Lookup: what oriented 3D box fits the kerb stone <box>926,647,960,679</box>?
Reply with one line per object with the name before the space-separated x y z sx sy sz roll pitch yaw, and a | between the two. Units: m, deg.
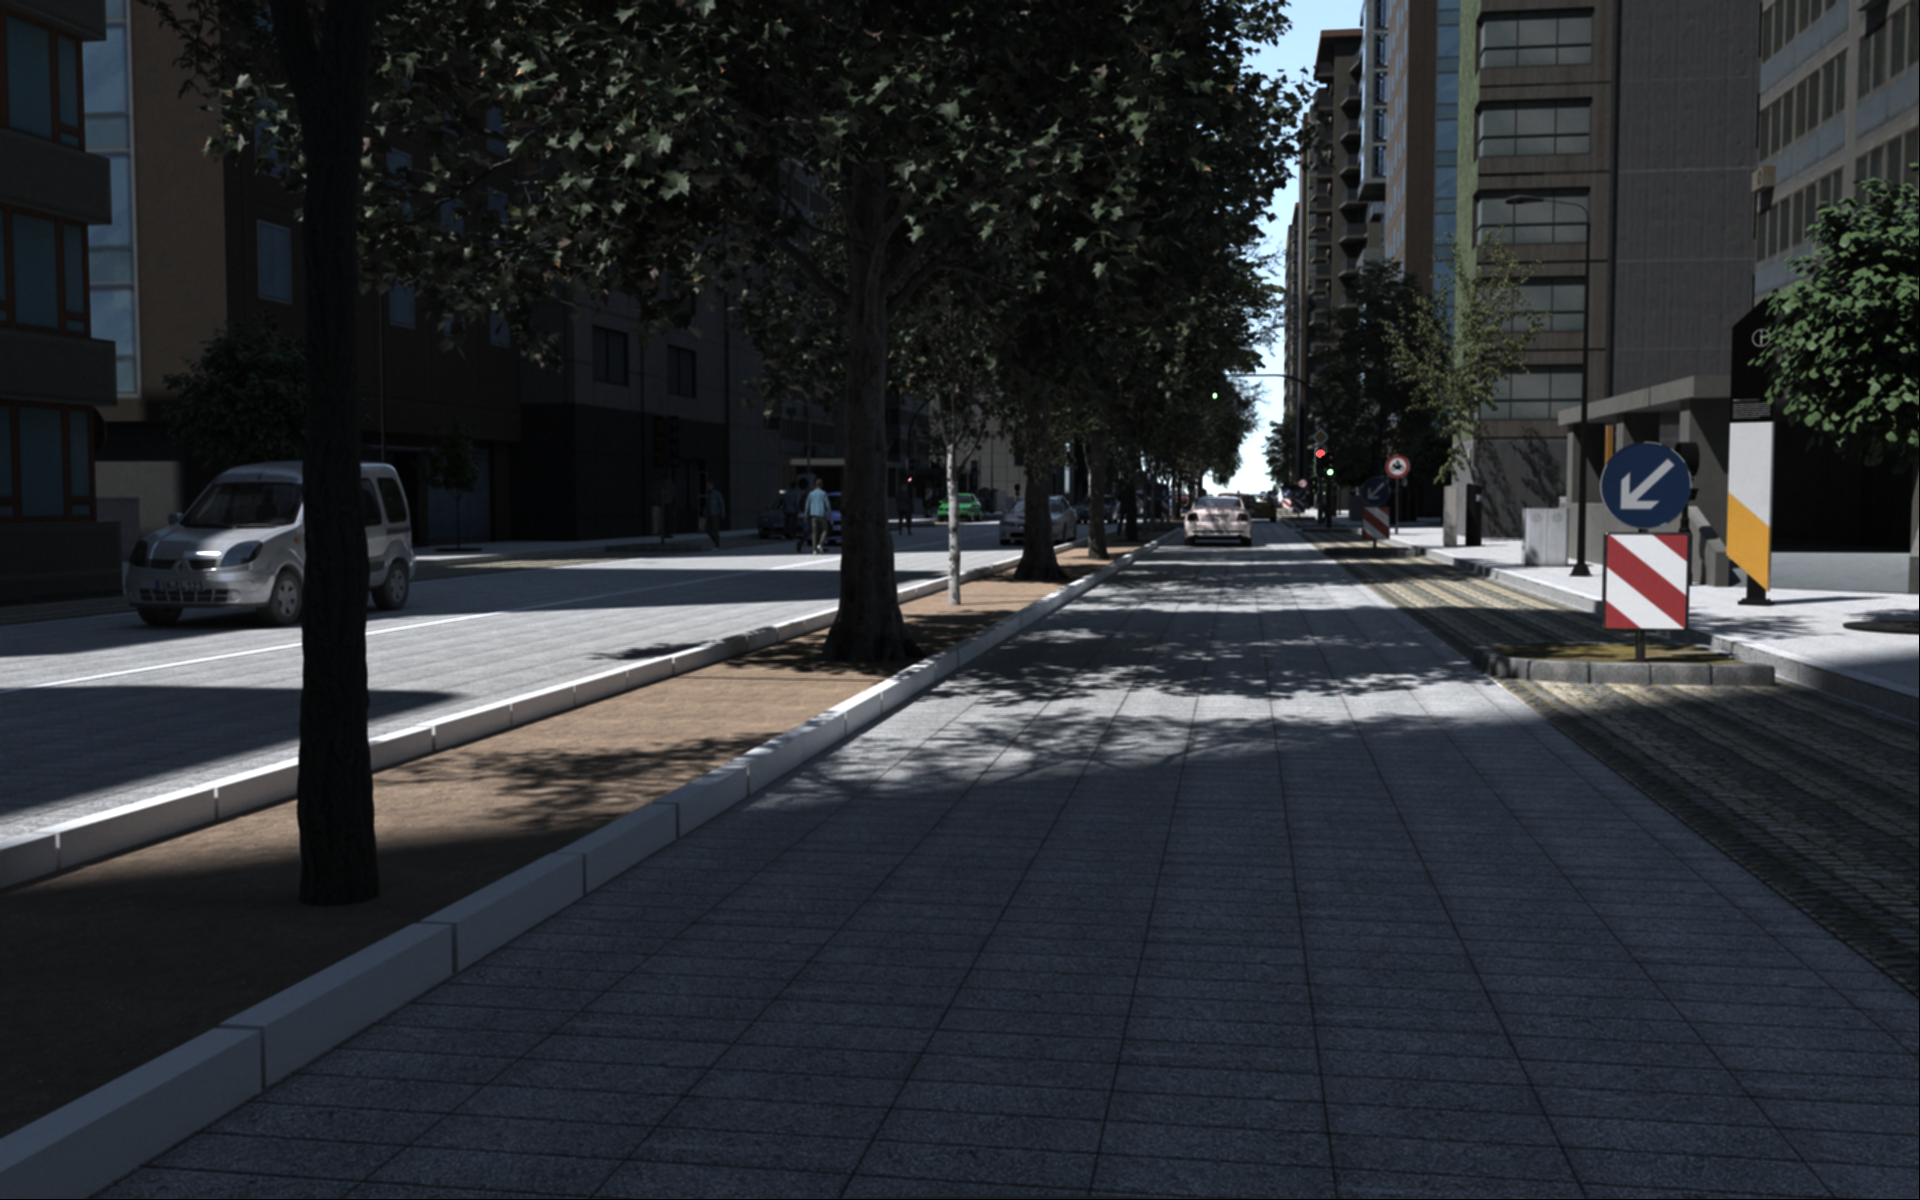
kerb stone | -0.160 0.514 13.787 0.120 0.150 1.000 1 4 9

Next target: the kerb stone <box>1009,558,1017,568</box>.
kerb stone | 0.918 -0.678 33.354 0.120 0.150 1.000 1 4 9

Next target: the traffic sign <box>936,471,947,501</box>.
traffic sign | -0.949 -5.779 94.597 0.768 2.556 0.104 1 4 17

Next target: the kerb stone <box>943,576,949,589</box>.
kerb stone | -0.251 -0.250 26.282 0.120 0.150 1.000 1 4 9

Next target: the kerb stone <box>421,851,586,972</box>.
kerb stone | -1.484 1.010 5.689 0.120 0.150 1.000 1 4 9

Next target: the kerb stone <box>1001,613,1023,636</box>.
kerb stone | 0.501 0.267 17.836 0.120 0.150 1.000 1 4 9

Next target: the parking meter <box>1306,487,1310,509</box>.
parking meter | 29.276 -8.561 145.682 0.255 1.863 0.399 2 4 34

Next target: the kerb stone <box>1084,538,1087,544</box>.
kerb stone | 3.396 -1.607 48.538 0.120 0.150 1.000 1 4 9

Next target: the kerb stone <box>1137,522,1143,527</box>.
kerb stone | 8.124 -3.377 77.427 0.120 0.150 1.000 1 4 9

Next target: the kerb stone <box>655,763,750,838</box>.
kerb stone | -1.147 0.889 7.719 0.120 0.150 1.000 1 4 9

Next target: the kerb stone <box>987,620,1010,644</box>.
kerb stone | 0.338 0.332 16.818 0.120 0.150 1.000 1 4 9

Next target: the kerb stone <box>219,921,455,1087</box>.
kerb stone | -1.654 1.071 4.680 0.120 0.150 1.000 1 4 9

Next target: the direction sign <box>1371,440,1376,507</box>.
direction sign | 17.560 -4.988 73.548 0.379 3.537 0.876 1 4 23

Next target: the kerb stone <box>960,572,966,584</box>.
kerb stone | -0.082 -0.312 27.290 0.120 0.150 1.000 1 4 9

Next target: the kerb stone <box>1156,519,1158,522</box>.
kerb stone | 9.780 -3.995 87.519 0.120 0.150 1.000 1 4 9

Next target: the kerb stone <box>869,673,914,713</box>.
kerb stone | -0.484 0.638 11.761 0.120 0.150 1.000 1 4 9

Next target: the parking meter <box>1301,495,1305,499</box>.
parking meter | 27.711 -8.048 139.998 0.372 1.533 0.369 0 3 0

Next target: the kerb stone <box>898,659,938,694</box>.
kerb stone | -0.329 0.576 12.777 0.120 0.150 1.000 1 4 9

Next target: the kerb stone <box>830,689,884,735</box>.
kerb stone | -0.652 0.700 10.748 0.120 0.150 1.000 1 4 9

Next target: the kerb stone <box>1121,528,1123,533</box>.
kerb stone | 5.715 -2.478 62.706 0.120 0.150 1.000 1 4 9

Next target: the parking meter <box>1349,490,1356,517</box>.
parking meter | 21.640 -5.326 95.493 0.372 1.533 0.369 0 3 0

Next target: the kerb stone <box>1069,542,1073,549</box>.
kerb stone | 2.736 -1.363 44.479 0.120 0.150 1.000 1 4 9

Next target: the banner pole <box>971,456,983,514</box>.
banner pole | 1.099 -7.589 114.098 0.863 3.779 0.401 1 4 23

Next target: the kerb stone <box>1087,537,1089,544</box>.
kerb stone | 3.563 -1.673 49.553 0.120 0.150 1.000 1 4 9

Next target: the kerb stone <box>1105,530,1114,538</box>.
kerb stone | 5.049 -2.228 58.664 0.120 0.150 1.000 1 4 9

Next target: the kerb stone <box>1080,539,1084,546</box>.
kerb stone | 3.228 -1.549 47.529 0.120 0.150 1.000 1 4 9

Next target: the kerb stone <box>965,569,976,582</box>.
kerb stone | 0.082 -0.373 28.299 0.120 0.150 1.000 1 4 9

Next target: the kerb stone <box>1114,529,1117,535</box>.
kerb stone | 5.221 -2.292 59.675 0.120 0.150 1.000 1 4 9

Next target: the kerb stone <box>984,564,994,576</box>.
kerb stone | 0.413 -0.497 30.324 0.120 0.150 1.000 1 4 9

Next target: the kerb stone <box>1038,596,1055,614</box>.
kerb stone | 1.000 0.083 20.877 0.120 0.150 1.000 1 4 9

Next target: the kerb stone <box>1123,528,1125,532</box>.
kerb stone | 5.882 -2.540 63.720 0.120 0.150 1.000 1 4 9

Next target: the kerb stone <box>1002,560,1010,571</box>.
kerb stone | 0.752 -0.619 32.341 0.120 0.150 1.000 1 4 9

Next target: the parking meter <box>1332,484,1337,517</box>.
parking meter | 21.060 -5.622 97.636 0.255 1.863 0.399 -1 4 -15

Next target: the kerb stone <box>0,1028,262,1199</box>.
kerb stone | -1.816 1.136 3.670 0.120 0.150 1.000 1 4 9

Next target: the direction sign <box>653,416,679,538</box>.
direction sign | -8.532 -3.568 50.331 0.876 3.537 0.379 2 4 24

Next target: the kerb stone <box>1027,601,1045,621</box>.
kerb stone | 0.833 0.145 19.854 0.120 0.150 1.000 1 4 9

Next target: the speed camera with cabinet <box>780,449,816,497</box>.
speed camera with cabinet | -7.408 -5.057 77.018 2.038 3.252 0.660 2 4 28

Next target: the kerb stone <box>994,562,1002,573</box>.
kerb stone | 0.591 -0.557 31.332 0.120 0.150 1.000 1 4 9

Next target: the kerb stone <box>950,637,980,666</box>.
kerb stone | 0.011 0.453 14.800 0.120 0.150 1.000 1 4 9

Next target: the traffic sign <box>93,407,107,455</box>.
traffic sign | -12.403 -1.493 24.522 0.768 2.556 0.104 1 4 18

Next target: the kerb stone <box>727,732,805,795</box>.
kerb stone | -0.979 0.824 8.730 0.120 0.150 1.000 1 4 9

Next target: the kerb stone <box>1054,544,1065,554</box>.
kerb stone | 2.400 -1.238 42.452 0.120 0.150 1.000 1 4 9

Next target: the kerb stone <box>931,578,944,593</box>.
kerb stone | -0.414 -0.188 25.272 0.120 0.150 1.000 1 4 9

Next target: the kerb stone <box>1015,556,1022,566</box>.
kerb stone | 1.079 -0.741 34.367 0.120 0.150 1.000 1 4 9

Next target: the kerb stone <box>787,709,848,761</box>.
kerb stone | -0.819 0.766 9.740 0.120 0.150 1.000 1 4 9

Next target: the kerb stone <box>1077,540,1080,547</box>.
kerb stone | 3.055 -1.487 46.514 0.120 0.150 1.000 1 4 9

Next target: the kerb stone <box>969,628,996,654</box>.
kerb stone | 0.175 0.391 15.809 0.120 0.150 1.000 1 4 9

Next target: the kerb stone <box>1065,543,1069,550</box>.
kerb stone | 2.567 -1.300 43.465 0.120 0.150 1.000 1 4 9

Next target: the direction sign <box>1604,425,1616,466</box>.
direction sign | 18.124 -3.451 48.416 0.876 3.537 0.379 1 4 13

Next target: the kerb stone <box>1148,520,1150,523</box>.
kerb stone | 8.622 -3.560 80.452 0.120 0.150 1.000 1 4 9

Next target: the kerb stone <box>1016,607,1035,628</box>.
kerb stone | 0.670 0.209 18.845 0.120 0.150 1.000 1 4 9

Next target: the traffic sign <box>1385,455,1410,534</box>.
traffic sign | 14.120 -3.415 55.947 0.768 2.556 0.104 1 4 13

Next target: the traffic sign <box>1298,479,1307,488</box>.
traffic sign | 28.682 -8.859 144.957 0.768 2.556 0.104 1 4 17

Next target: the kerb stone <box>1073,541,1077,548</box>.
kerb stone | 2.903 -1.425 45.487 0.120 0.150 1.000 1 4 9

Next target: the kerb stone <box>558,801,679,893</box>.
kerb stone | -1.319 0.953 6.711 0.120 0.150 1.000 1 4 9

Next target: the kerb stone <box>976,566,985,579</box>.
kerb stone | 0.249 -0.435 29.307 0.120 0.150 1.000 1 4 9

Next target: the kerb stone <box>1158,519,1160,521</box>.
kerb stone | 10.766 -4.365 93.590 0.120 0.150 1.000 1 4 9
